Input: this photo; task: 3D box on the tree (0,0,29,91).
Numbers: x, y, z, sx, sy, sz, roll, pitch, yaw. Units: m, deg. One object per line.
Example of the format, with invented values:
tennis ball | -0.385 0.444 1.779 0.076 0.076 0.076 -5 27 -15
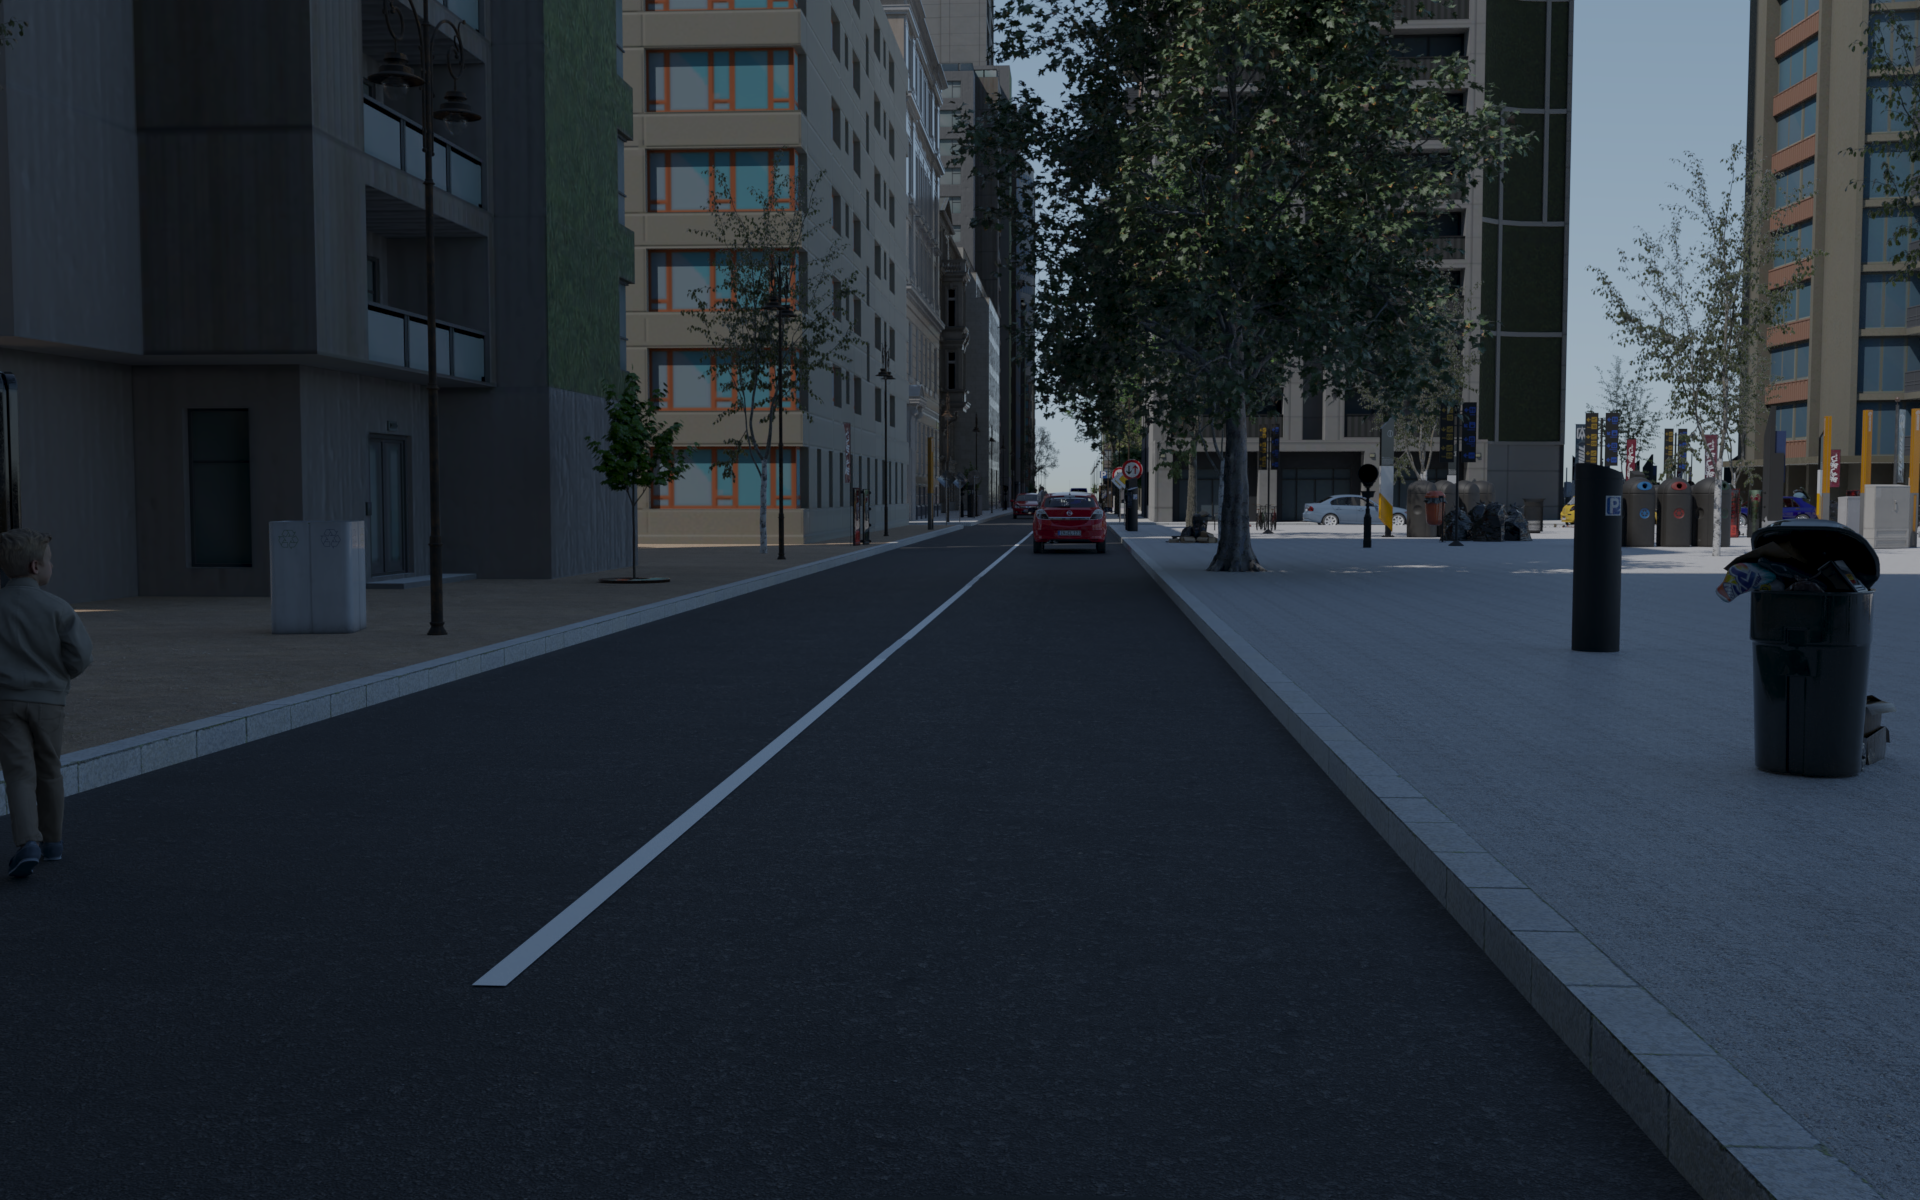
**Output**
tree | -10.368 -3.920 14.460 4.360 8.622 3.978 0 3 0

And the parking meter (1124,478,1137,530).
parking meter | 6.031 -3.391 61.154 0.399 1.863 0.255 -2 4 -24

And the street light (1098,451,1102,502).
street light | 12.866 -11.148 155.065 0.468 5.910 1.993 0 4 4

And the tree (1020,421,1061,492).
tree | 9.080 -17.560 221.513 8.767 10.594 7.601 1 4 17

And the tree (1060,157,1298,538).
tree | 6.952 -7.637 50.614 9.928 11.665 9.643 0 3 0

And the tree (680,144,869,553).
tree | -4.176 -5.331 37.518 4.360 8.622 3.978 0 3 0

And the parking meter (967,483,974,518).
parking meter | 0.577 -5.441 94.674 0.255 1.863 0.399 2 4 25

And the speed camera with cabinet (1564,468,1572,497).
speed camera with cabinet | 45.317 -8.191 128.259 0.660 3.252 2.038 0 4 1

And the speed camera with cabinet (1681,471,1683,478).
speed camera with cabinet | 49.898 -7.673 119.787 0.660 3.252 2.038 3 4 38

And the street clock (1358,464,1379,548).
street clock | 9.728 -2.247 41.316 0.471 2.002 0.358 1 4 18

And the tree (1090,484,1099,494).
tree | 21.169 -17.002 272.591 1.663 3.219 1.824 0 3 0

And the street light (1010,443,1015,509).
street light | 4.729 -11.169 155.394 0.468 5.910 1.993 0 4 4

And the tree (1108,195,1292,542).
tree | 5.799 -5.364 38.059 4.737 8.622 4.395 0 3 0

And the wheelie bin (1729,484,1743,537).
wheelie bin | 23.095 -2.697 52.011 0.693 1.594 0.980 1 4 16

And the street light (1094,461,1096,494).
street light | 15.421 -13.423 192.247 0.468 5.910 1.993 0 4 4

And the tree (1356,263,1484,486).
tree | 14.964 -6.457 55.936 4.360 8.622 3.978 0 3 0

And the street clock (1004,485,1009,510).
street clock | 3.662 -8.228 139.098 0.358 2.002 0.471 -3 5 -41

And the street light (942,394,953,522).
street light | -0.548 -6.497 79.019 0.468 5.910 1.993 0 4 4

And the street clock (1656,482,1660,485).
street clock | 42.183 -6.125 104.715 0.358 2.002 0.471 2 4 26

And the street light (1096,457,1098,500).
street light | 14.163 -12.274 173.474 0.468 5.910 1.993 0 4 4

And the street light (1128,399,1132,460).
street light | 7.748 -6.525 79.479 0.468 5.910 1.993 0 4 4

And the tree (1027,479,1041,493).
tree | 8.846 -13.572 216.496 1.663 3.219 1.824 0 3 0

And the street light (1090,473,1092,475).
street light | 18.591 -16.292 239.157 0.468 5.910 1.993 0 4 4

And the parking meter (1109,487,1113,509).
parking meter | 12.523 -8.479 144.345 0.399 1.863 0.255 1 4 12

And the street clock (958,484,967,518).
street clock | 0.105 -5.519 94.813 0.471 2.002 0.358 1 4 15

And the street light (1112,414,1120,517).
street light | 8.982 -7.638 97.669 0.468 5.910 1.993 0 4 4

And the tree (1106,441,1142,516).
tree | 10.185 -7.278 102.701 4.285 4.588 4.351 0 3 0

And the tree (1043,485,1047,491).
tree | 13.273 -17.780 285.295 1.663 3.219 1.824 0 3 0

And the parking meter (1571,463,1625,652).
parking meter | 5.212 -0.352 14.160 0.372 1.533 0.369 0 3 0

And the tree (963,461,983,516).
tree | 0.521 -6.532 101.394 1.663 3.219 1.824 0 3 0

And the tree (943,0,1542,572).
tree | 4.570 -6.833 28.724 9.611 12.733 9.660 0 3 0

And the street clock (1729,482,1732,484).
street clock | 46.870 -6.150 105.119 0.471 2.002 0.358 1 4 11

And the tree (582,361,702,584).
tree | -4.812 -1.861 25.026 1.663 3.219 1.824 0 3 0

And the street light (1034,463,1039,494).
street light | 9.816 -15.688 229.283 0.468 5.910 1.993 0 4 4

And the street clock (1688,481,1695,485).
street clock | 39.802 -5.496 94.433 0.471 2.002 0.358 1 4 21

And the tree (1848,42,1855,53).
tree | 11.828 -4.171 18.559 4.360 8.622 3.978 0 3 0

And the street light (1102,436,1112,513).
street light | 11.529 -9.901 134.663 0.468 5.910 1.993 0 4 4

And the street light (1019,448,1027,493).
street light | 6.162 -12.295 173.804 0.468 5.910 1.993 0 4 4

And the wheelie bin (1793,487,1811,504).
wheelie bin | 37.059 -4.183 76.303 0.693 1.594 0.980 1 4 20

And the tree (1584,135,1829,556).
tree | 15.417 -5.213 35.600 4.360 8.622 3.978 0 3 0

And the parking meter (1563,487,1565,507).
parking meter | 50.444 -8.516 144.946 0.255 1.863 0.399 2 4 29

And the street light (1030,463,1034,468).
street light | 8.497 -14.576 211.099 0.468 5.910 1.993 0 4 4

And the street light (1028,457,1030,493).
street light | 7.250 -13.408 192.005 0.468 5.910 1.993 0 4 4
